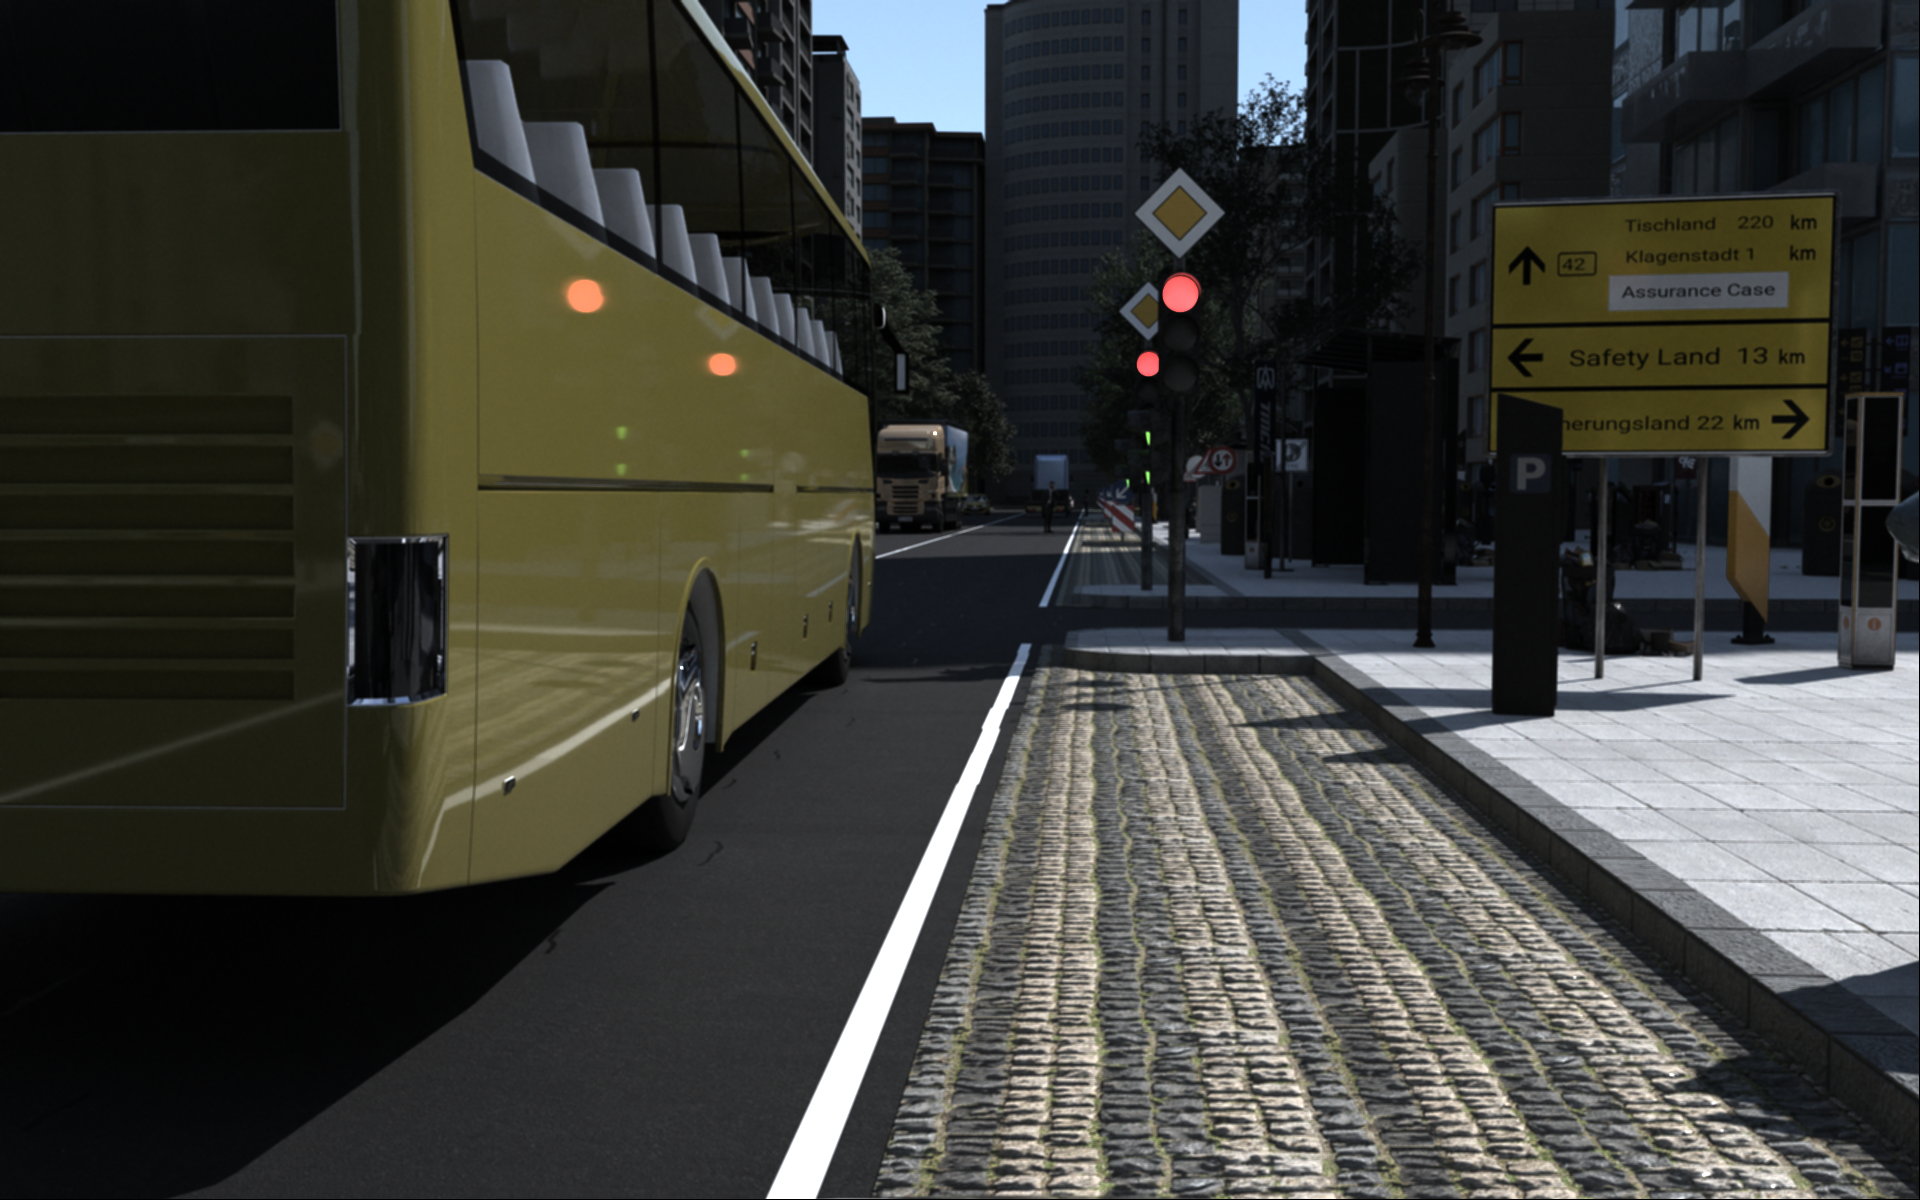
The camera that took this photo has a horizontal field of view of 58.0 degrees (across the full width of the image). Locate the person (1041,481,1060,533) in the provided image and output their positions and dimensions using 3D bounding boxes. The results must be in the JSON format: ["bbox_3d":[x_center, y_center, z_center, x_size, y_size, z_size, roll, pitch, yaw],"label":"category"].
[{"bbox_3d":[3.341,-3.422,63.816,0.648,1.900,0.474,-3,4,-36],"label":"person"}]

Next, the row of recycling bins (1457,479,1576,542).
[{"bbox_3d":[14.863,-2.446,47.098,3.534,1.692,1.069,1,4,8],"label":"row of recycling bins"}]

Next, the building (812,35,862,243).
[{"bbox_3d":[-16.315,-29.011,157.928,14.086,41.232,14.154,0,4,4],"label":"building"}]

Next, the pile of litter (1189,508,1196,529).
[{"bbox_3d":[8.850,-3.092,64.527,1.176,0.858,1.719,0,4,-2],"label":"pile of litter"}]

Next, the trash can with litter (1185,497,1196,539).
[{"bbox_3d":[6.319,-2.316,49.251,0.624,1.170,1.055,1,4,10],"label":"trash can with litter"}]

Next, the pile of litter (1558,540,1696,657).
[{"bbox_3d":[5.403,-0.029,14.432,1.176,0.858,1.719,0,4,-4],"label":"pile of litter"}]

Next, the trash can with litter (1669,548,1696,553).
[{"bbox_3d":[15.446,-1.687,38.640,1.678,1.210,2.233,1,4,17],"label":"trash can with litter"}]

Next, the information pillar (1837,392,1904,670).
[{"bbox_3d":[6.665,-0.501,12.688,0.304,2.012,0.304,1,4,8],"label":"information pillar"}]

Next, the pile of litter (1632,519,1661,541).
[{"bbox_3d":[11.721,-0.939,29.322,1.719,0.858,1.176,1,4,21],"label":"pile of litter"}]

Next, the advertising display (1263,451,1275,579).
[{"bbox_3d":[4.743,-1.307,26.584,0.123,1.923,0.974,1,4,13],"label":"advertising display"}]

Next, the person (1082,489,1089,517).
[{"bbox_3d":[7.919,-6.139,109.586,0.721,1.735,1.217,-1,4,-11],"label":"person"}]

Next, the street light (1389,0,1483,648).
[{"bbox_3d":[3.897,-2.543,14.363,0.468,5.910,1.993,0,4,4],"label":"street light"}]

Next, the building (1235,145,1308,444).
[{"bbox_3d":[38.329,-31.398,196.944,14.086,41.232,14.154,0,4,4],"label":"building"}]

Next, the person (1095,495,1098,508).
[{"bbox_3d":[13.282,-9.580,165.851,1.217,1.743,0.721,1,4,22],"label":"person"}]

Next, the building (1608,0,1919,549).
[{"bbox_3d":[32.640,-25.925,43.489,30.456,49.044,23.786,0,4,4],"label":"building"}]

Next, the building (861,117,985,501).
[{"bbox_3d":[-11.298,-33.616,204.244,28.867,44.769,22.147,0,4,4],"label":"building"}]

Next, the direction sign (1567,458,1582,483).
[{"bbox_3d":[20.526,-4.057,58.322,0.876,3.537,0.379,-1,4,-8],"label":"direction sign"}]

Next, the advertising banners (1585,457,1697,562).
[{"bbox_3d":[12.434,-2.155,31.428,2.074,3.025,0.090,0,4,4],"label":"advertising banners"}]

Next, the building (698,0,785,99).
[{"bbox_3d":[-23.766,-28.151,114.896,22.147,44.769,28.867,0,4,4],"label":"building"}]

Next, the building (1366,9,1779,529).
[{"bbox_3d":[34.108,-14.108,75.705,27.650,21.520,28.899,0,4,4],"label":"building"}]

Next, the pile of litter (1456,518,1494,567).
[{"bbox_3d":[9.334,-1.055,31.222,1.719,0.858,1.176,-3,5,-44],"label":"pile of litter"}]

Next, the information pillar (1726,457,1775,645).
[{"bbox_3d":[6.738,-1.429,14.719,0.504,3.616,0.183,-2,4,-32],"label":"information pillar"}]

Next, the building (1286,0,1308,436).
[{"bbox_3d":[37.358,-50.832,143.776,22.319,86.520,31.000,0,4,4],"label":"building"}]

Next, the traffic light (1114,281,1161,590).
[{"bbox_3d":[2.471,-2.084,22.996,0.839,4.253,0.868,0,4,4],"label":"traffic light"}]

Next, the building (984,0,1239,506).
[{"bbox_3d":[17.132,-40.324,201.297,28.212,58.520,21.231,0,4,4],"label":"building"}]

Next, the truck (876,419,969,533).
[{"bbox_3d":[-1.447,-4.784,67.127,2.839,4.237,11.283,0,4,6],"label":"truck"}]

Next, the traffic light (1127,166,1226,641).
[{"bbox_3d":[1.873,-1.597,15.034,0.839,4.253,0.868,0,4,4],"label":"traffic light"}]

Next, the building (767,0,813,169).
[{"bbox_3d":[-20.469,-42.835,138.605,20.563,71.187,20.611,0,4,4],"label":"building"}]

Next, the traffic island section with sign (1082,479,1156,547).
[{"bbox_3d":[4.360,-2.386,47.637,1.989,1.847,2.006,0,4,4],"label":"traffic island section with sign"}]

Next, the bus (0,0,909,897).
[{"bbox_3d":[-2.164,-1.117,9.810,2.896,3.916,12.252,0,4,2],"label":"bus"}]

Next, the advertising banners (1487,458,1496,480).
[{"bbox_3d":[18.287,-3.960,60.939,0.090,3.025,2.074,-1,4,-11],"label":"advertising banners"}]

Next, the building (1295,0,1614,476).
[{"bbox_3d":[33.188,-41.619,118.726,20.563,71.187,20.611,0,4,4],"label":"building"}]

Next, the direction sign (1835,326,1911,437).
[{"bbox_3d":[12.415,-1.934,23.622,0.876,3.537,0.379,2,4,28],"label":"direction sign"}]

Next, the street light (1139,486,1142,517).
[{"bbox_3d":[10.165,-7.609,97.197,0.468,5.910,1.993,0,4,4],"label":"street light"}]

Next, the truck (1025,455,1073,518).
[{"bbox_3d":[5.812,-7.523,112.758,2.967,4.110,18.799,0,4,4],"label":"truck"}]

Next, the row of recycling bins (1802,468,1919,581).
[{"bbox_3d":[14.354,-1.163,26.130,1.069,1.692,3.534,-2,4,-25],"label":"row of recycling bins"}]

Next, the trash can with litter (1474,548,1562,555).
[{"bbox_3d":[11.421,-1.530,36.072,2.233,1.210,1.678,2,4,26],"label":"trash can with litter"}]

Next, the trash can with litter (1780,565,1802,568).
[{"bbox_3d":[15.286,-1.136,29.633,2.233,1.210,1.678,2,4,28],"label":"trash can with litter"}]

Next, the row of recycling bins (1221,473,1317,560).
[{"bbox_3d":[6.478,-1.732,35.433,1.069,1.692,3.534,-1,4,-21],"label":"row of recycling bins"}]
